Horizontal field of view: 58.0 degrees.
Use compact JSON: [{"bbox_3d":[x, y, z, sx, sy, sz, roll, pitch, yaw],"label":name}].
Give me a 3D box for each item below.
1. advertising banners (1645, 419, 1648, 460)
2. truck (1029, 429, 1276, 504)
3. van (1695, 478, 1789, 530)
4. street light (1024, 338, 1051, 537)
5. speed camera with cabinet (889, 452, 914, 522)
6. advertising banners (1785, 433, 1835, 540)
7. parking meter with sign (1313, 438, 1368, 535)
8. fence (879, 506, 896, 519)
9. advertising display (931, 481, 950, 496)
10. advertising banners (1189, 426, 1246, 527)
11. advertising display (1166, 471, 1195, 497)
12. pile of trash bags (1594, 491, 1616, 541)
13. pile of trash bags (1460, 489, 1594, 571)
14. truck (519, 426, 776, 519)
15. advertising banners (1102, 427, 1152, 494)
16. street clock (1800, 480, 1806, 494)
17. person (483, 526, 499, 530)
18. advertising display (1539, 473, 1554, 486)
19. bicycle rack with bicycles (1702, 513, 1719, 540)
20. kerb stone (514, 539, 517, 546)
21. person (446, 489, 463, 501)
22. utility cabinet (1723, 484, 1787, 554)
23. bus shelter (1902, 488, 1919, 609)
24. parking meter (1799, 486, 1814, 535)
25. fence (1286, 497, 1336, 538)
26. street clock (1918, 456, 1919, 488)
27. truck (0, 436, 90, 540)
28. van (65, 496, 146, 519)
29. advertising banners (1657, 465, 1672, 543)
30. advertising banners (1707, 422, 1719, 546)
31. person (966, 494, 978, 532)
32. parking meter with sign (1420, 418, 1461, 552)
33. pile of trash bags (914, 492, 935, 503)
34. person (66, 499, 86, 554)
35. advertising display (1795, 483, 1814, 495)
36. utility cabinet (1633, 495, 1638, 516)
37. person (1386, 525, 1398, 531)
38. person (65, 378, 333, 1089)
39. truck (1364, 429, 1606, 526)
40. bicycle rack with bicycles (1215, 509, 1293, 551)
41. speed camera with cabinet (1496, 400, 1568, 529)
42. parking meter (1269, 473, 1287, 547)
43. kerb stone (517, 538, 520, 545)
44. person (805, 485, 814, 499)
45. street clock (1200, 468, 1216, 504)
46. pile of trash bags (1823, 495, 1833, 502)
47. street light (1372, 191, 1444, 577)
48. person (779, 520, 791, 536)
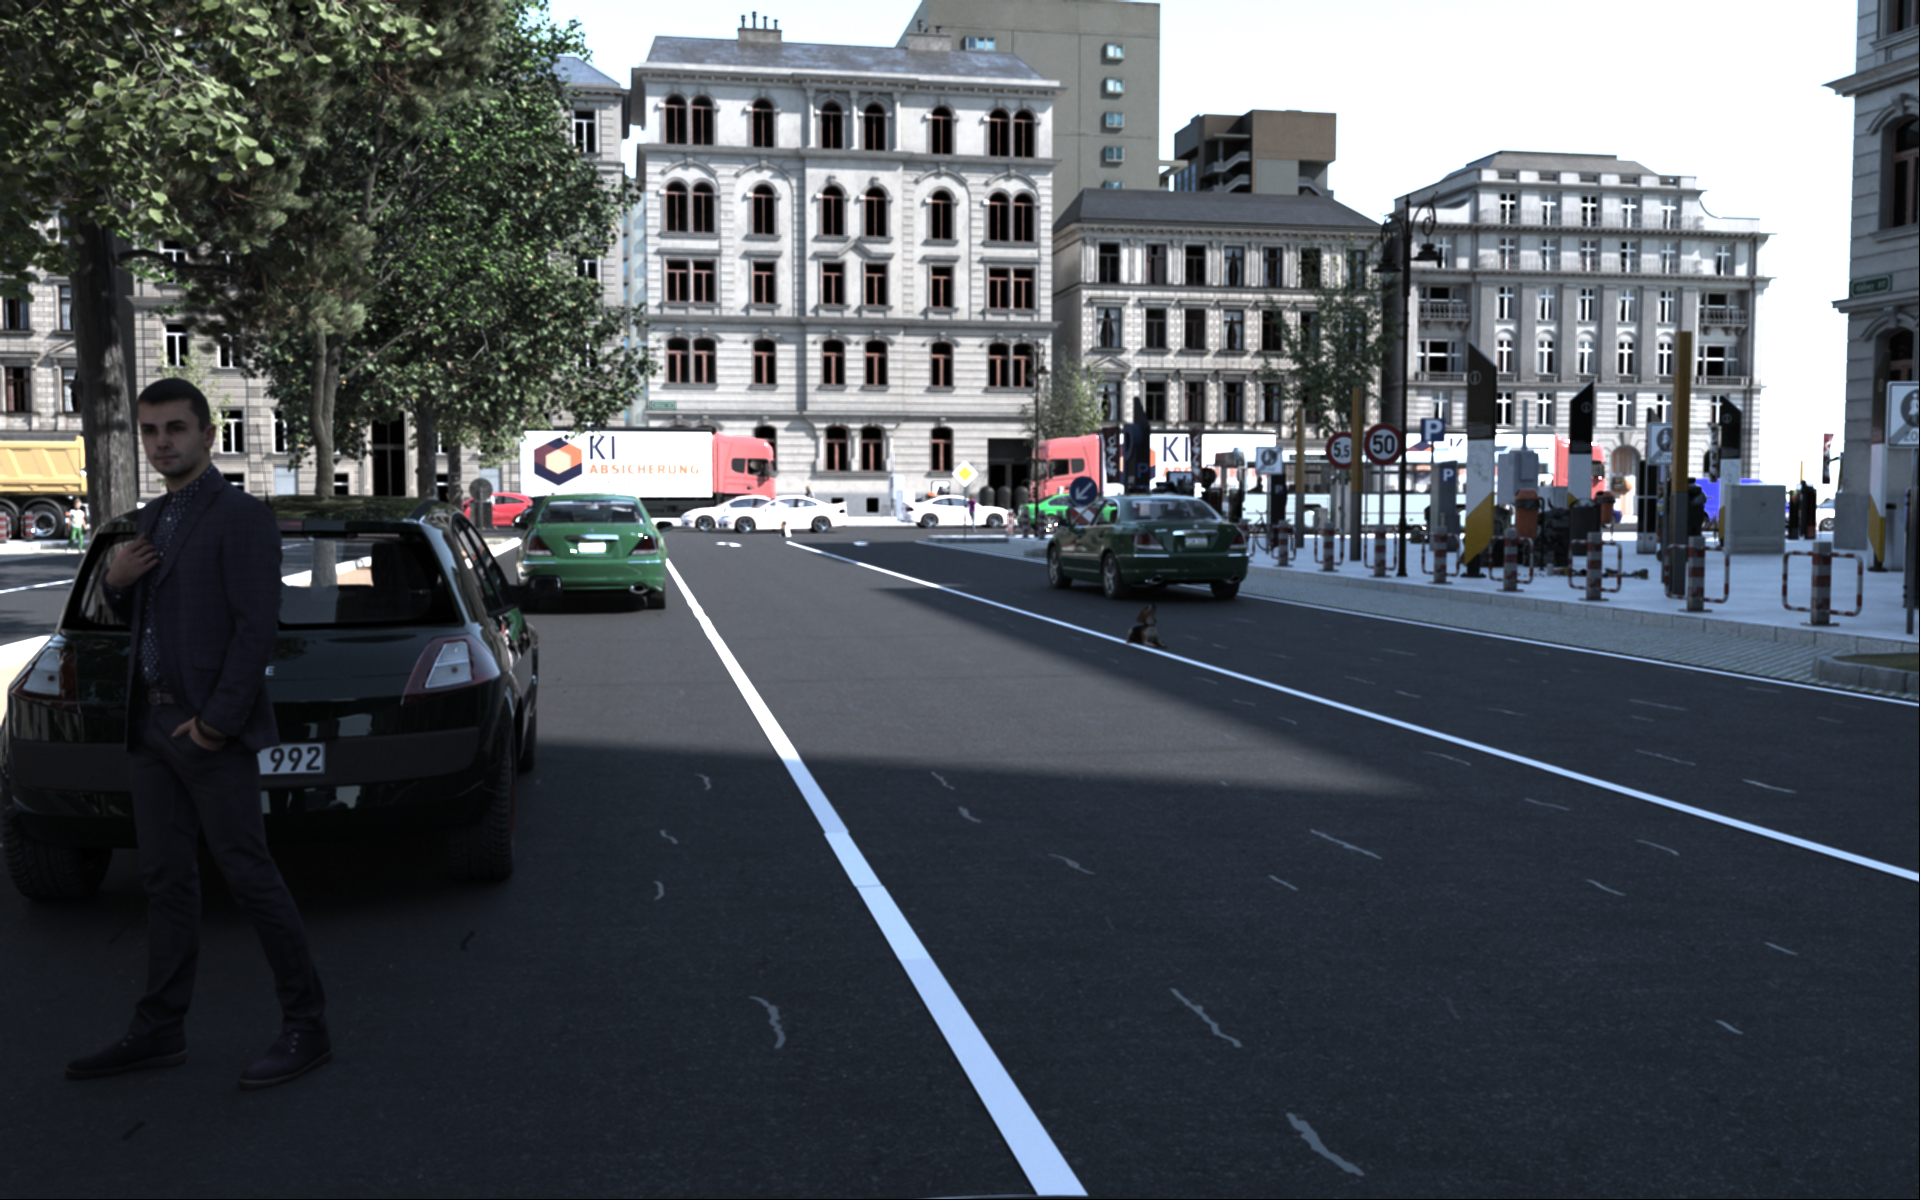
[{"bbox_3d":[16.183,-2.740,40.981,0.090,3.025,2.074,1,4,20],"label":"advertising banners"},{"bbox_3d":[8.072,-5.315,75.817,11.283,4.237,2.839,-1,4,-12],"label":"truck"},{"bbox_3d":[29.972,-3.890,67.991,5.245,2.365,2.240,-1,4,-10],"label":"van"},{"bbox_3d":[2.289,-4.813,51.483,0.468,5.910,1.993,-1,4,-11],"label":"street light"},{"bbox_3d":[-2.759,-5.331,81.499,0.660,3.252,2.038,-1,4,-22],"label":"speed camera with cabinet"},{"bbox_3d":[24.089,-3.232,49.031,2.074,3.025,0.090,-2,4,-30],"label":"advertising banners"},{"bbox_3d":[11.887,-3.526,53.907,1.738,3.016,0.543,-1,4,-12],"label":"parking meter with sign"},{"bbox_3d":[-3.276,-4.580,90.255,2.069,0.683,0.278,2,4,32],"label":"fence"},{"bbox_3d":[-0.984,-5.046,87.708,0.974,1.923,0.123,-2,4,-27],"label":"advertising display"},{"bbox_3d":[6.516,-2.930,44.097,0.090,3.025,2.074,-2,4,-35],"label":"advertising banners"},{"bbox_3d":[6.116,-2.623,48.104,0.974,1.923,0.123,-2,4,-34],"label":"advertising display"},{"bbox_3d":[17.380,-2.406,49.090,1.912,1.369,3.447,-1,4,-17],"label":"pile of trash bags"},{"bbox_3d":[9.848,-1.268,30.492,1.912,1.369,3.447,1,4,12],"label":"pile of trash bags"},{"bbox_3d":[-12.854,-5.169,73.430,11.283,4.237,2.839,-1,4,-12],"label":"truck"},{"bbox_3d":[4.602,-2.967,44.700,2.074,3.025,0.090,2,4,29],"label":"advertising banners"},{"bbox_3d":[43.407,-5.172,89.130,0.358,2.002,0.471,2,4,25],"label":"street clock"},{"bbox_3d":[-18.839,-3.701,69.363,0.624,1.780,0.694,1,4,12],"label":"person"},{"bbox_3d":[17.749,-2.915,52.874,0.974,1.923,0.123,-2,4,-32],"label":"advertising display"},{"bbox_3d":[21.125,-2.215,49.604,2.925,0.926,2.852,-2,4,-33],"label":"bicycle rack with bicycles"},{"bbox_3d":[-12.121,-1.505,46.804,0.120,0.150,1.000,-1,4,-11],"label":"kerb stone"},{"bbox_3d":[-17.687,-3.101,60.657,0.566,1.644,0.517,-1,4,-13],"label":"person"},{"bbox_3d":[16.748,-1.700,36.475,1.173,1.500,0.318,0,4,-2],"label":"utility cabinet"},{"bbox_3d":[11.586,-2.310,15.409,2.179,5.291,8.768,-1,4,-11],"label":"bus shelter"},{"bbox_3d":[26.751,-2.833,54.726,0.372,1.533,0.369,0,3,0],"label":"parking meter"},{"bbox_3d":[10.208,-2.442,51.133,2.264,1.192,0.480,-3,5,-40],"label":"fence"},{"bbox_3d":[18.207,-1.728,32.816,0.358,2.002,0.471,2,4,35],"label":"street clock"},{"bbox_3d":[-30.905,-3.400,51.511,9.791,3.379,3.469,-1,4,-13],"label":"truck"},{"bbox_3d":[-33.601,-3.737,68.107,4.112,2.044,2.013,-1,4,-11],"label":"van"},{"bbox_3d":[18.449,-3.016,45.505,0.090,3.025,2.074,0,4,3],"label":"advertising banners"},{"bbox_3d":[19.007,-2.855,42.862,2.074,3.025,0.090,-3,4,-37],"label":"advertising banners"},{"bbox_3d":[0.519,-3.313,65.900,0.726,1.435,0.776,2,4,25],"label":"person"},{"bbox_3d":[10.872,-2.614,39.006,0.543,3.016,1.738,0,4,-1],"label":"parking meter with sign"},{"bbox_3d":[-1.307,-4.478,82.967,1.912,1.369,3.447,0,4,-6],"label":"pile of trash bags"},{"bbox_3d":[-21.305,-1.772,41.714,0.590,1.304,0.306,2,4,25],"label":"person"},{"bbox_3d":[48.940,-5.820,100.376,0.974,1.923,0.123,2,4,30],"label":"advertising display"},{"bbox_3d":[39.454,-5.472,100.635,0.306,1.237,1.020,3,5,44],"label":"utility cabinet"},{"bbox_3d":[16.840,-3.605,67.667,0.478,1.798,0.641,-3,5,-40],"label":"person"},{"bbox_3d":[-1.883,0.316,4.260,0.541,1.710,0.530,3,5,44],"label":"person"},{"bbox_3d":[23.587,-5.365,76.632,11.283,4.237,2.839,-1,4,-12],"label":"truck"},{"bbox_3d":[6.101,-1.598,39.516,2.925,0.926,2.852,-2,4,-28],"label":"bicycle rack with bicycles"},{"bbox_3d":[12.396,-2.597,36.795,2.038,3.252,0.660,-1,4,-23],"label":"speed camera with cabinet"},{"bbox_3d":[7.746,-2.227,42.121,0.399,1.863,0.255,0,4,3],"label":"parking meter"},{"bbox_3d":[-12.311,-1.567,47.812,0.120,0.150,1.000,-1,4,-11],"label":"kerb stone"},{"bbox_3d":[-6.370,-3.984,73.822,0.728,1.800,0.709,-3,5,-44],"label":"person"},{"bbox_3d":[6.753,-2.623,47.464,0.471,2.002,0.358,2,4,33],"label":"street clock"},{"bbox_3d":[55.935,-6.208,111.246,1.912,1.369,3.447,-2,4,-33],"label":"pile of trash bags"},{"bbox_3d":[6.895,-3.306,26.840,0.468,5.910,1.993,-1,4,-11],"label":"street light"},{"bbox_3d":[-5.895,-2.409,58.354,0.357,0.543,0.381,1,4,14],"label":"person"}]
